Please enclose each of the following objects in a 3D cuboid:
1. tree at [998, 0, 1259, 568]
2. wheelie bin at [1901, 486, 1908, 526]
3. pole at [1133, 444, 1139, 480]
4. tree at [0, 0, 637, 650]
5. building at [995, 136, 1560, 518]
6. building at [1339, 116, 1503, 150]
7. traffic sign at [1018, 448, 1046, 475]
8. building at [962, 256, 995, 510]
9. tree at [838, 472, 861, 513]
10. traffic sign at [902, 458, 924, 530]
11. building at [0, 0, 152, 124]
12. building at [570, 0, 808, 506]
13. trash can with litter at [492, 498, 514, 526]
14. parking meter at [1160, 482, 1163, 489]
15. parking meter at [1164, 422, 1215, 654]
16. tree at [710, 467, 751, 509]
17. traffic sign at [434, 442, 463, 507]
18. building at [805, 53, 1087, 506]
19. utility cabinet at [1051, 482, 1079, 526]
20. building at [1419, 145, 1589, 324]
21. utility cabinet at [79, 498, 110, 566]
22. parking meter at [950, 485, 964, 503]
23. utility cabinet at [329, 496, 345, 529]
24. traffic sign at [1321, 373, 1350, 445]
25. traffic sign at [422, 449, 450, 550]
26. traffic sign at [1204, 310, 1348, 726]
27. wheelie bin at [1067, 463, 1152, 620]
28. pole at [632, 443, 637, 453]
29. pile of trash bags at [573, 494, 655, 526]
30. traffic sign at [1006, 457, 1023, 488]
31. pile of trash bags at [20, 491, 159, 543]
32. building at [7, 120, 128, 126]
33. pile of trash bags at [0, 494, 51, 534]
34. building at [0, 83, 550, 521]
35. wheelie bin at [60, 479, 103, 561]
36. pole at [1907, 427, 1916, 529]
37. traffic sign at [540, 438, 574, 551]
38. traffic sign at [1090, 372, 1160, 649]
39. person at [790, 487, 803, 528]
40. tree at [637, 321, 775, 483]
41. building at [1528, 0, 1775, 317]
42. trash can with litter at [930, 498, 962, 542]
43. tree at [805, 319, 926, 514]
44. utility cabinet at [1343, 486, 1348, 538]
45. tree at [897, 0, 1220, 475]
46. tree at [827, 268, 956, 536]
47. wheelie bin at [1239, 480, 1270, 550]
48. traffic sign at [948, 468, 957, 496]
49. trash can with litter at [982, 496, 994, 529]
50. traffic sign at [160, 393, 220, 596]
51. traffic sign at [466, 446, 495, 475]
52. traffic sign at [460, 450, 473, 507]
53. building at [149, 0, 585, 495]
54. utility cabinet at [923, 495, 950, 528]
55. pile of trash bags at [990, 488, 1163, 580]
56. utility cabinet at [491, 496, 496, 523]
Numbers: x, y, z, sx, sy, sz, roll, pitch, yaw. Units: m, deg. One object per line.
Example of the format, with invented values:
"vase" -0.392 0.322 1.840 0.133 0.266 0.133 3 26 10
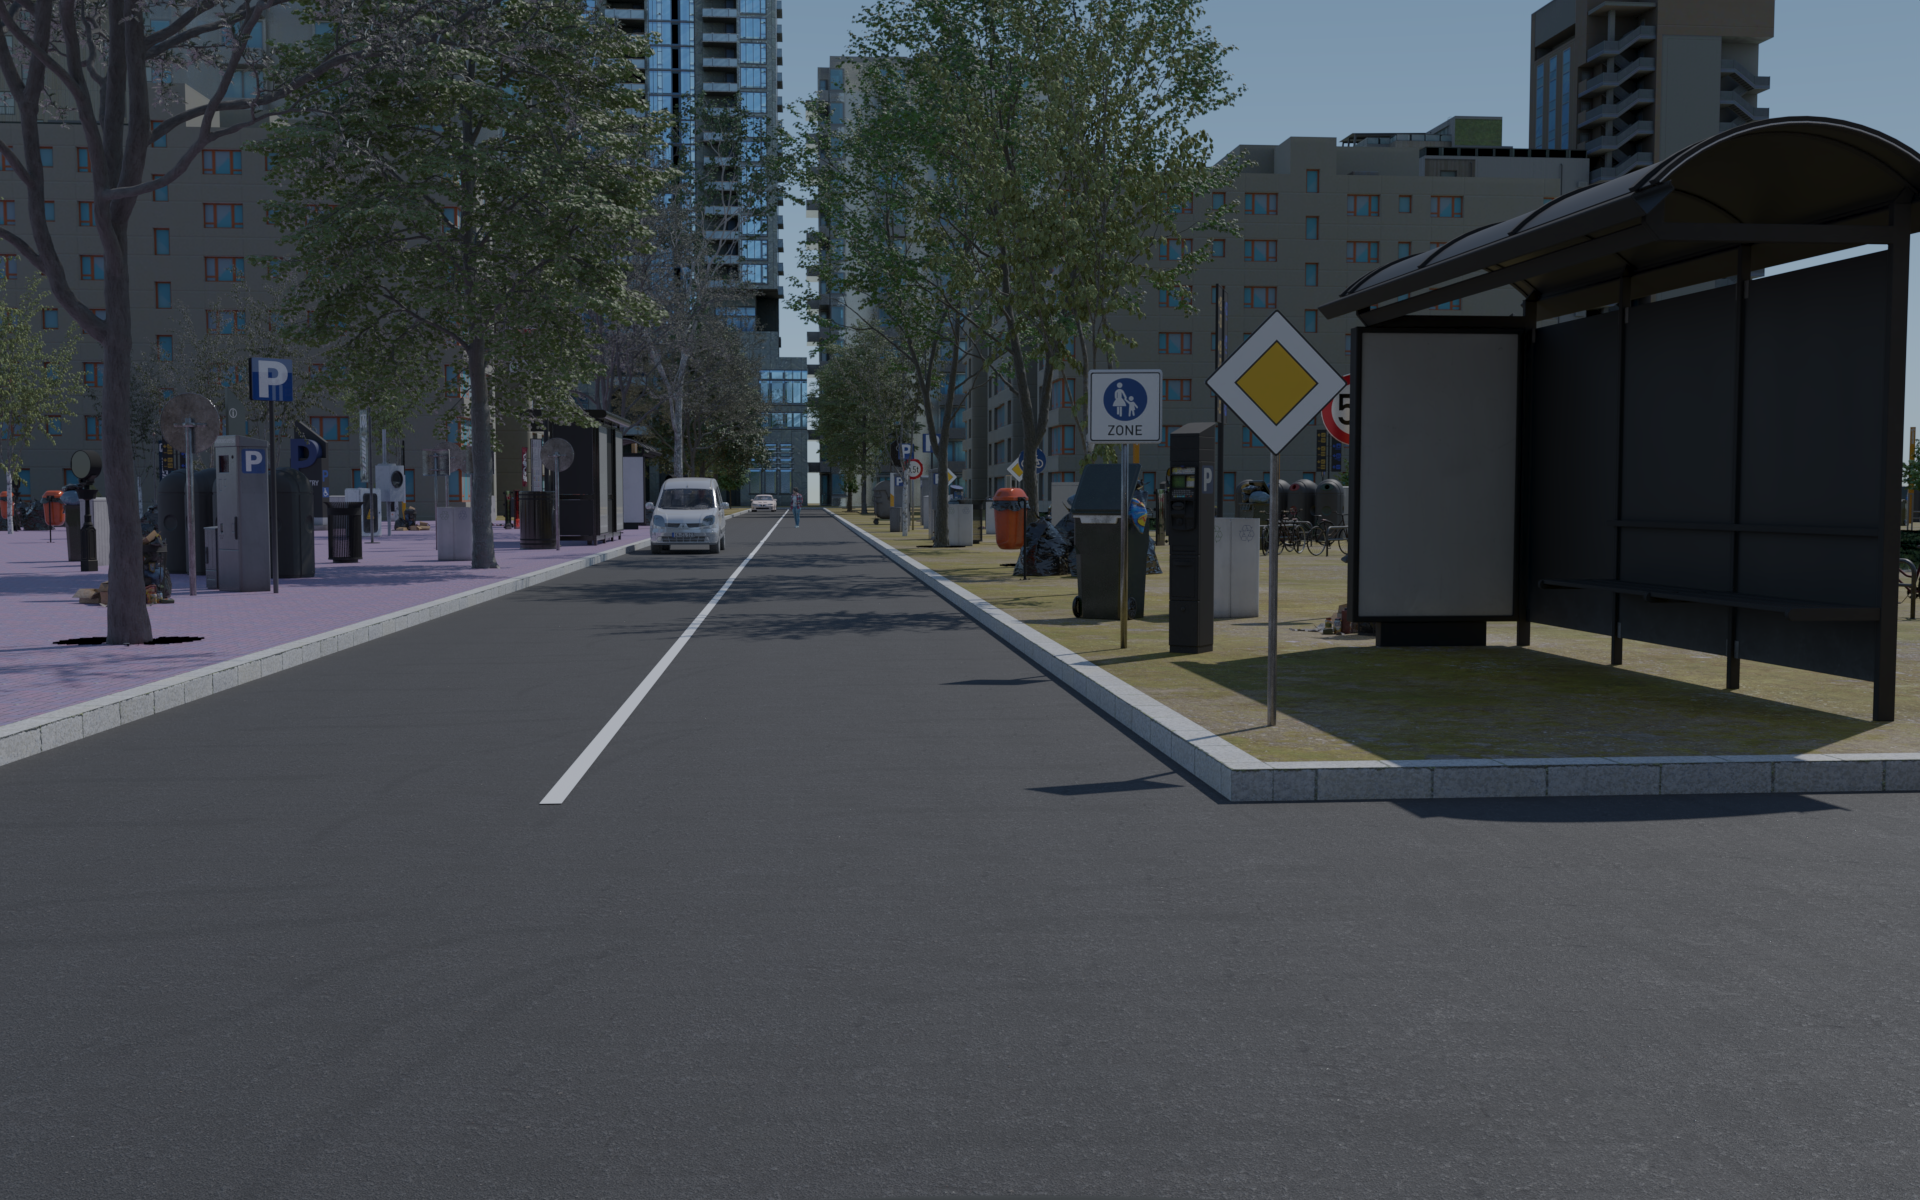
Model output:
"tree" 1.340 -6.405 30.482 9.928 11.665 9.643 0 3 0
"wheelie bin" 38.078 -3.808 70.174 0.693 1.594 0.980 -3 4 -39
"pole" 5.471 -3.669 53.837 0.158 3.312 0.155 0 3 0
"tree" -7.272 -6.363 14.409 12.009 13.543 11.850 0 3 0
"building" 17.747 -16.101 108.289 27.650 21.520 28.899 0 4 -5
"building" 49.797 -30.995 190.370 14.086 41.232 14.154 0 4 -5
"traffic sign" 1.942 -2.855 46.787 0.768 2.556 0.104 0 4 -5
"building" 15.298 -17.859 137.031 27.650 21.520 28.899 0 4 -5
"tree" -7.419 -7.683 120.223 1.663 3.219 1.824 0 3 0
"traffic sign" -1.668 -3.744 61.318 0.768 2.556 0.104 0 4 1
"building" -84.730 -36.462 185.393 27.495 52.752 28.713 0 4 -5
"building" -32.182 -53.424 186.146 31.000 86.520 22.319 0 4 -5
"trash can with litter" -18.416 -3.590 69.761 1.678 1.210 2.233 2 4 35
"parking meter" 9.456 -4.574 80.496 0.255 1.863 0.399 2 4 31
"parking meter" 1.876 -0.508 14.015 0.255 1.863 0.399 2 4 32
"tree" -19.525 -9.974 146.784 4.285 4.588 4.351 0 3 0
"traffic sign" -12.445 -2.565 42.038 0.768 2.556 0.104 0 4 -3
"building" -1.633 -34.926 190.640 30.456 49.044 23.786 0 4 -5
"utility cabinet" 2.213 -1.444 32.287 0.318 1.500 1.173 -3 4 -39
"building" 43.574 -22.977 147.382 14.107 30.474 14.160 0 4 -5
"utility cabinet" -15.392 -1.228 31.234 0.306 1.237 1.020 1 4 10
"parking meter" -0.086 -2.417 47.921 0.372 1.533 0.369 0 3 0
"utility cabinet" -23.143 -3.267 64.571 1.020 1.237 0.306 2 4 26
"traffic sign" 4.166 -1.110 18.249 0.768 2.556 0.104 0 4 0
"traffic sign" -11.952 -2.288 39.534 0.606 2.300 0.079 0 4 -3
"traffic sign" 1.725 -0.360 9.537 0.795 2.450 0.064 0 4 -5
"wheelie bin" 1.550 -0.612 17.914 0.980 1.594 0.693 2 4 31
"pole" -12.780 -4.539 68.054 0.158 3.312 0.155 0 3 0
"pile of trash bags" -13.950 -3.655 69.517 3.447 1.369 1.912 -3 4 -36
"traffic sign" 1.809 -3.163 52.907 0.795 2.450 0.064 0 4 1
"pile of trash bags" -22.590 -2.212 45.922 3.447 1.369 1.912 0 4 -1
"building" -68.312 -22.385 137.699 14.107 30.474 14.160 0 4 -5
"pile of trash bags" -32.837 -3.097 60.392 1.912 1.369 3.447 -1 4 -16
"building" -38.918 -15.351 96.033 27.650 21.520 28.899 0 4 -5
"wheelie bin" -16.797 -1.543 33.141 0.693 1.594 0.980 -1 4 -23
"pole" 28.897 -3.595 52.615 0.158 3.312 0.155 0 3 0
"traffic sign" -9.144 -2.398 39.318 0.768 2.556 0.104 0 4 -1
"traffic sign" 1.360 -0.746 14.323 0.606 2.300 0.079 0 4 4
"person" -6.963 -3.948 73.893 0.563 1.720 0.643 2 4 29
"tree" -16.110 -11.721 108.646 9.611 12.733 9.660 0 3 0
"building" 57.807 -30.391 146.995 14.200 45.320 14.600 0 4 -5
"trash can with litter" -0.285 -2.119 46.040 0.624 1.170 1.055 3 4 36
"tree" -6.097 -11.856 111.972 7.486 12.596 7.792 0 3 0
"utility cabinet" 11.489 -2.515 49.793 1.173 1.500 0.318 0 4 5
"tree" 1.470 -4.383 22.029 4.737 8.622 4.395 0 3 0
"tree" -1.777 -6.261 52.722 4.360 8.622 3.978 0 3 0
"wheelie bin" 6.880 -1.969 40.099 0.693 1.594 0.980 -1 4 -23
"traffic sign" -0.531 -4.636 76.988 0.795 2.450 0.064 0 4 -4
"trash can with litter" 1.508 -3.191 63.234 2.233 1.210 1.678 -3 5 -39
"traffic sign" -9.691 -1.327 21.808 0.768 2.556 0.104 0 4 1
"traffic sign" -10.187 -2.120 36.798 0.606 2.300 0.079 0 4 1
"traffic sign" -12.874 -2.787 45.673 0.768 2.556 0.104 0 4 -1
"building" -45.165 -31.446 133.753 30.456 49.044 23.786 0 4 -5
"utility cabinet" -0.882 -3.260 64.459 1.020 1.237 0.306 3 4 36
"pile of trash bags" 1.631 -1.060 27.082 1.912 1.369 3.447 3 4 37
"utility cabinet" -21.092 -4.073 77.749 0.306 1.237 1.020 0 4 -3
